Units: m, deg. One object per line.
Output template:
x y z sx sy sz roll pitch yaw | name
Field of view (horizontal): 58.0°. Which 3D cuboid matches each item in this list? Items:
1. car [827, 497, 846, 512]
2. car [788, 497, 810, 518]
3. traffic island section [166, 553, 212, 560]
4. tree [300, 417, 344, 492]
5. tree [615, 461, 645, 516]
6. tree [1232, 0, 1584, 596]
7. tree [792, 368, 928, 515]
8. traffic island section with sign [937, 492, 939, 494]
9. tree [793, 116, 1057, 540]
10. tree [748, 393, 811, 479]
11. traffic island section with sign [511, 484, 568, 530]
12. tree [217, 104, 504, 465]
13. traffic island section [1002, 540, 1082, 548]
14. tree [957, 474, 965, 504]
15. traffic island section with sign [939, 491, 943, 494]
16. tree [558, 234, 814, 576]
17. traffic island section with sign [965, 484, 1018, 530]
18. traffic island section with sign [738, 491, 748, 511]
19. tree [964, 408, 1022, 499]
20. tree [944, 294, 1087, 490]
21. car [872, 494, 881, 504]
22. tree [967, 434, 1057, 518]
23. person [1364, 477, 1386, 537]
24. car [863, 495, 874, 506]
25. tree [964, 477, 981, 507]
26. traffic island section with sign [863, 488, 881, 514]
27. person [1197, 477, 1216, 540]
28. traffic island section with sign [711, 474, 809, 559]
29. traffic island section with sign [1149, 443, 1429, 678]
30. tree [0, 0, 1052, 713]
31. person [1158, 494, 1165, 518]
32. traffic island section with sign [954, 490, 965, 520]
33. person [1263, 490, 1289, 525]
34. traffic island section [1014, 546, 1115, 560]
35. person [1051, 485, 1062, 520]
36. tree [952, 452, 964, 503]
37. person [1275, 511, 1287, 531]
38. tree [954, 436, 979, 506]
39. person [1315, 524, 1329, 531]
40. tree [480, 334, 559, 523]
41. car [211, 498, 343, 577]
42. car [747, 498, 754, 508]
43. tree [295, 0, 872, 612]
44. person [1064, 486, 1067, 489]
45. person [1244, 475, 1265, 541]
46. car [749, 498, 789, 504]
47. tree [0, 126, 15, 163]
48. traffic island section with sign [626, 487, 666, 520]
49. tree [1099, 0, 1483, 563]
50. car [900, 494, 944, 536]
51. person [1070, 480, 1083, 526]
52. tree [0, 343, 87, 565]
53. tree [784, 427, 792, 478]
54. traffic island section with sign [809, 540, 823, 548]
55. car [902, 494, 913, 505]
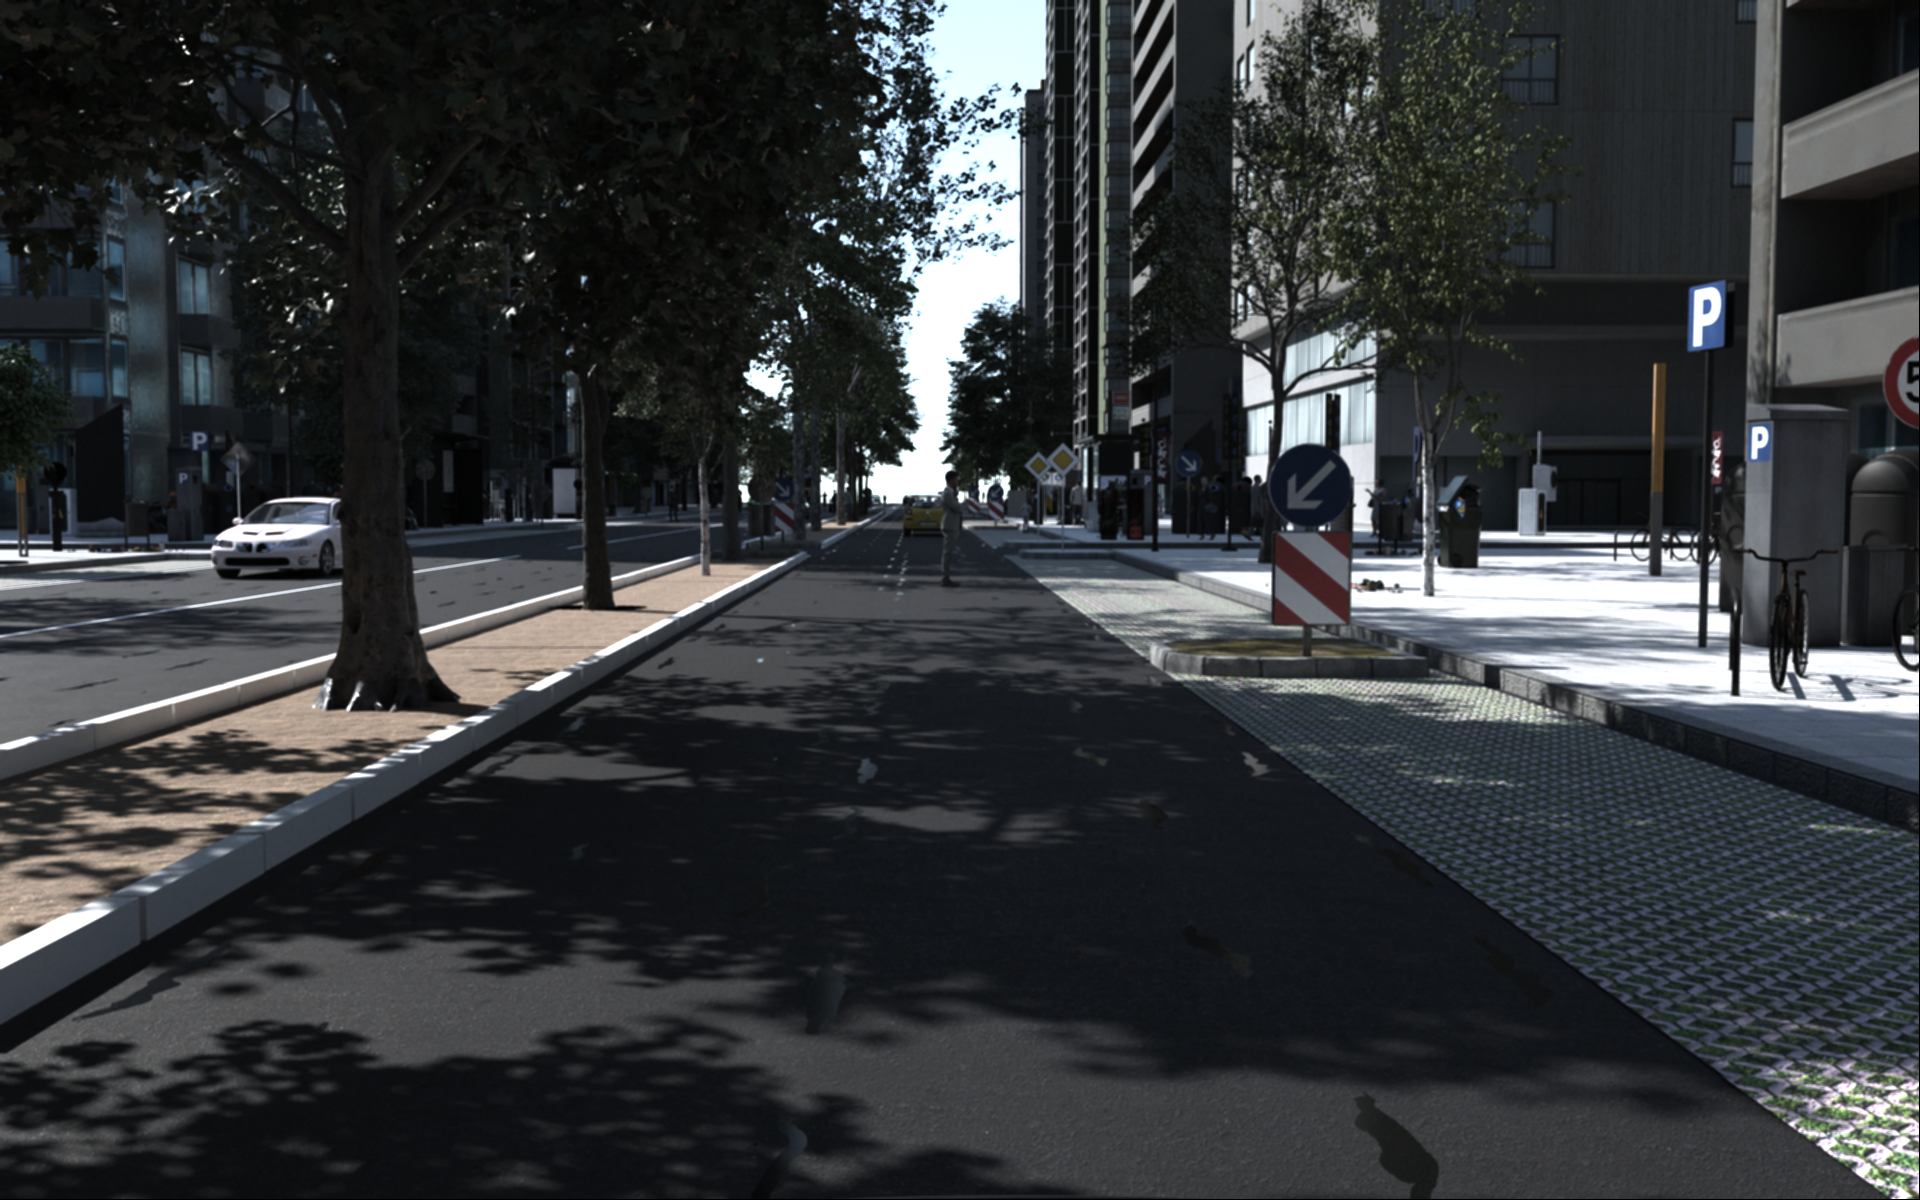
-9.681 -7.752 139.319 1.945 1.354 3.894 0 4 -2 | car
-9.731 -5.559 100.681 2.009 1.686 4.222 0 4 0 | car
-16.077 -0.999 38.608 2.009 0.180 2.903 0 4 -1 | traffic island section
-24.402 -5.175 68.317 4.285 4.588 4.351 0 3 0 | tree
-19.587 -6.601 102.527 1.663 3.219 1.824 0 3 0 | tree
5.719 -4.343 21.374 4.737 8.622 4.395 0 3 0 | tree
-6.376 -10.930 115.571 8.767 10.594 7.601 0 4 -1 | tree
-1.195 -10.066 173.211 1.989 1.847 2.006 0 4 -1 | traffic island section with sign
-3.762 -11.868 52.384 12.611 20.169 13.585 0 3 0 | tree
-22.565 -19.091 218.794 9.857 13.997 8.962 0 3 0 | tree
-16.828 -3.722 69.490 1.989 1.847 2.006 0 4 -1 | traffic island section with sign
-19.659 -9.194 56.976 9.857 13.997 8.962 0 3 0 | tree
2.167 -1.514 47.027 2.009 0.180 2.903 0 4 -1 | traffic island section
0.827 -15.260 233.211 4.285 4.588 4.351 0 3 0 | tree
-0.538 -8.418 146.264 1.989 1.847 2.006 0 4 -1 | traffic island section with sign
-4.424 -4.706 29.766 4.360 8.622 3.978 0 3 0 | tree
1.304 -3.731 69.634 1.989 1.847 2.006 0 4 -1 | traffic island section with sign
-18.676 -8.421 146.310 1.989 1.847 2.006 0 4 -1 | traffic island section with sign
3.400 -11.628 140.486 4.360 8.622 3.978 0 3 0 | tree
3.446 -12.423 109.774 9.857 13.997 8.962 0 3 0 | tree
-12.733 -15.091 258.534 2.131 1.459 4.920 0 4 -1 | car
3.540 -6.669 92.759 4.285 4.588 4.351 0 3 0 | tree
12.269 -2.745 51.288 0.532 1.782 0.716 -1 4 -22 | person
-11.517 -12.275 212.702 2.014 1.417 4.499 0 4 -1 | car
1.295 -10.873 172.382 1.663 3.219 1.824 0 3 0 | tree
-6.519 -6.942 121.640 2.006 1.907 1.989 0 4 -1 | traffic island section with sign
6.862 -2.571 48.507 0.576 1.772 0.534 3 5 39 | person
-4.538 -1.895 39.118 2.006 1.907 1.989 0 4 -1 | traffic island section with sign
2.620 -0.349 14.338 1.989 1.847 2.006 0 4 -1 | traffic island section with sign
-3.952 -5.618 11.312 9.611 12.733 9.660 0 3 0 | tree
10.671 -4.997 92.026 0.425 1.301 0.394 0 4 -1 | person
0.654 -5.379 96.581 1.989 1.847 2.006 0 4 -1 | traffic island section with sign
9.443 -2.798 51.772 0.794 1.824 0.713 -1 4 -13 | person
2.359 -1.025 39.044 2.009 0.180 2.903 0 4 -1 | traffic island section
4.762 -4.843 84.581 0.474 1.900 0.648 2 4 34 | person
1.058 -16.200 215.225 4.360 8.622 3.978 0 3 0 | tree
8.964 -2.566 48.594 0.593 1.750 0.643 0 4 -6 | person
1.029 -14.429 186.269 4.737 8.622 4.395 0 3 0 | tree
11.162 -2.848 53.202 0.593 1.750 0.643 0 4 -4 | person
-19.276 -7.706 76.361 4.360 8.622 3.978 0 3 0 | tree
-11.915 -1.165 31.402 2.083 1.381 4.827 0 4 -2 | car
-18.803 -9.348 161.639 1.959 1.807 4.718 0 4 -1 | car
-4.586 -5.686 21.184 9.928 11.665 9.643 0 3 0 | tree
7.162 -6.846 118.083 0.767 1.812 0.694 3 5 41 | person
8.230 -2.546 47.766 0.767 1.812 0.694 1 4 9 | person
-9.246 -4.630 84.503 1.959 1.807 4.718 0 4 0 | car
-3.633 -5.022 2.689 7.486 12.596 7.792 0 3 0 | tree
-17.468 -5.371 96.437 1.989 1.847 2.006 0 4 -1 | traffic island section with sign
6.007 -5.955 31.779 7.601 10.594 8.767 1 4 21 | tree
-1.096 -3.067 60.364 2.015 1.641 3.980 0 4 0 | car
4.779 -3.926 70.074 0.661 1.843 0.795 1 4 9 | person
-17.873 -2.935 31.702 4.285 4.588 4.351 0 3 0 | tree
-23.159 -18.409 235.403 8.767 10.594 7.601 1 4 19 | tree
-4.707 -2.348 46.524 2.006 1.907 1.989 0 4 -1 | traffic island section with sign
-6.781 -13.498 230.474 2.009 1.686 4.222 0 4 -1 | car
